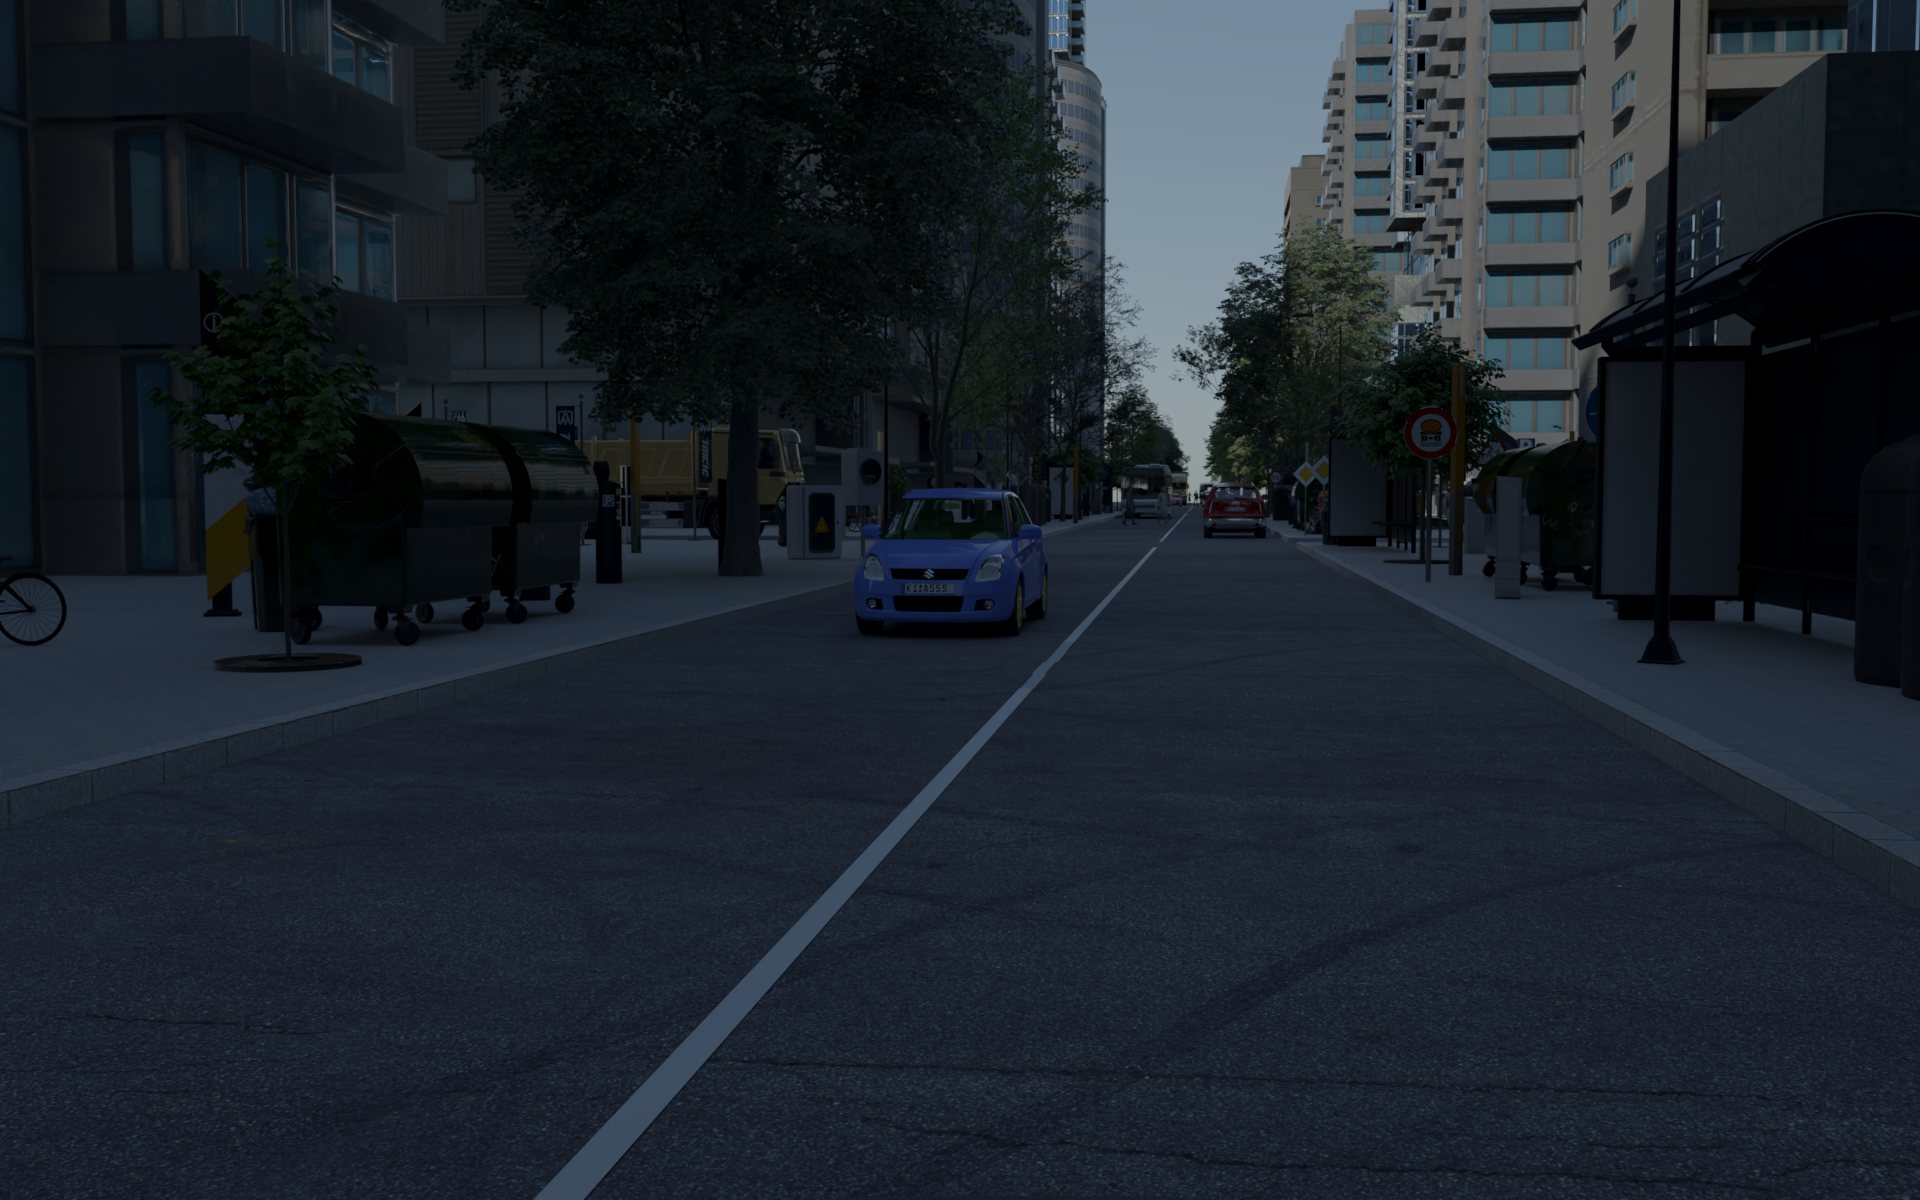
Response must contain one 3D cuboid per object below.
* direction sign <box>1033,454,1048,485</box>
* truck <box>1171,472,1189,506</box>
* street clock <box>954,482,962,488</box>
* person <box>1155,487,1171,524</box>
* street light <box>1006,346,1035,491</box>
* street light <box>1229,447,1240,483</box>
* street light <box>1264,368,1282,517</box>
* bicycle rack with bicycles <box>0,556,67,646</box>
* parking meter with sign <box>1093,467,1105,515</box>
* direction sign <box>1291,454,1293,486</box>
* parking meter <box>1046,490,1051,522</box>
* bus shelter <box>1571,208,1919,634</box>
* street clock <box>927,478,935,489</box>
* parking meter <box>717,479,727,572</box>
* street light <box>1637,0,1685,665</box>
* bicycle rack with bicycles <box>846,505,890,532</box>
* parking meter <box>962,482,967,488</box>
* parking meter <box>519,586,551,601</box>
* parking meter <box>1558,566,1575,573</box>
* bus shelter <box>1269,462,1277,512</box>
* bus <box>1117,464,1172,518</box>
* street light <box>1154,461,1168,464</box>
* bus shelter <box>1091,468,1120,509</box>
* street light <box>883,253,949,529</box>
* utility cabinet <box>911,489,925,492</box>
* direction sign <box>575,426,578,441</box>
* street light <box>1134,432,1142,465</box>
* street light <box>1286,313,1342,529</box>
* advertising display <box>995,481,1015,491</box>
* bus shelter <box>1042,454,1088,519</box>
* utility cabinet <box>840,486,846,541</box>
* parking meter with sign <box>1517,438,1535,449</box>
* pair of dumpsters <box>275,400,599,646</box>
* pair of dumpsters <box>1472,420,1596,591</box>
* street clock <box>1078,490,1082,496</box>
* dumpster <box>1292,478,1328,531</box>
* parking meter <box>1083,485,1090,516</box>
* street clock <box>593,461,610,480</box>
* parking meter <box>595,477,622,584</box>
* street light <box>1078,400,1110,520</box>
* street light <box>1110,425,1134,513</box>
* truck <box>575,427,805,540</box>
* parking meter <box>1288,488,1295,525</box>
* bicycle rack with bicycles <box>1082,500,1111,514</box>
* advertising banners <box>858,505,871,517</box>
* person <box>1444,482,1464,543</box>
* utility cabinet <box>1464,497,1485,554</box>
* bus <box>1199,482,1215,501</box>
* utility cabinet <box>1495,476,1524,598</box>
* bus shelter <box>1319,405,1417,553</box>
[{"bbox_3d":[4.559,-6.513,98.489,0.876,3.537,0.379,0,4,7],"label":"direction sign"},{"bbox_3d":[27.566,-14.082,219.151,2.839,4.237,11.283,0,4,8],"label":"truck"},{"bbox_3d":[-0.101,-5.988,102.480,0.471,2.002,0.358,-3,5,-40],"label":"street clock"},{"bbox_3d":[9.699,-4.520,82.750,0.694,1.780,0.624,-1,4,-20],"label":"person"},{"bbox_3d":[2.018,-4.979,53.944,1.470,5.913,1.316,0,4,8],"label":"street light"},{"bbox_3d":[22.679,-10.240,139.969,1.470,5.913,1.316,0,4,8],"label":"street light"},{"bbox_3d":[11.925,-5.596,64.037,1.470,5.913,1.316,0,4,8],"label":"street light"},{"bbox_3d":[-9.080,-0.016,13.638,2.925,0.926,2.852,0,4,4],"label":"bicycle rack with bicycles"},{"bbox_3d":[8.678,-6.899,109.058,0.543,3.016,1.738,1,4,15],"label":"parking meter with sign"},{"bbox_3d":[17.524,-6.084,91.464,0.379,3.537,0.876,1,4,13],"label":"direction sign"},{"bbox_3d":[3.930,-4.294,78.625,0.372,1.533,0.369,0,3,0],"label":"parking meter"},{"bbox_3d":[6.898,-1.292,15.042,2.014,3.302,5.546,1,4,8],"label":"bus shelter"},{"bbox_3d":[-1.250,-4.397,76.456,0.358,2.002,0.471,2,4,30],"label":"street clock"},{"bbox_3d":[-3.790,-1.225,28.441,0.372,1.533,0.369,0,3,0],"label":"parking meter"},{"bbox_3d":[4.799,-2.479,13.081,1.470,5.913,1.316,0,4,8],"label":"street light"},{"bbox_3d":[-3.539,-2.771,58.685,2.925,0.926,2.852,1,4,22],"label":"bicycle rack with bicycles"},{"bbox_3d":[0.218,-4.926,86.255,0.255,1.863,0.399,0,4,1],"label":"parking meter"},{"bbox_3d":[-5.145,-0.764,20.910,0.372,1.533,0.369,0,3,0],"label":"parking meter"},{"bbox_3d":[9.898,-1.212,28.220,0.372,1.533,0.369,0,3,0],"label":"parking meter"},{"bbox_3d":[19.029,-6.531,100.707,2.014,3.302,5.546,0,4,8],"label":"bus shelter"},{"bbox_3d":[11.346,-6.721,104.751,2.948,3.499,13.247,1,4,9],"label":"bus"},{"bbox_3d":[24.346,-14.651,212.090,1.470,5.913,1.316,0,4,8],"label":"street light"},{"bbox_3d":[10.256,-7.933,123.626,2.014,3.302,5.546,0,4,8],"label":"bus shelter"},{"bbox_3d":[-0.907,-3.734,33.587,1.470,5.913,1.316,0,4,8],"label":"street light"},{"bbox_3d":[-1.683,-4.380,80.296,1.173,1.500,0.318,0,4,7],"label":"utility cabinet"},{"bbox_3d":[-12.996,-4.010,57.557,0.379,3.537,0.876,2,4,31],"label":"direction sign"},{"bbox_3d":[12.613,-9.583,129.218,1.470,5.913,1.316,0,4,8],"label":"street light"},{"bbox_3d":[9.182,-4.397,44.438,1.470,5.913,1.316,0,4,8],"label":"street light"},{"bbox_3d":[2.236,-4.964,86.375,0.974,1.923,0.123,0,4,-7],"label":"advertising display"},{"bbox_3d":[5.478,-5.869,89.883,2.014,3.302,5.546,0,4,8],"label":"bus shelter"},{"bbox_3d":[-3.710,-2.349,47.085,1.173,1.500,0.318,-1,4,-9],"label":"utility cabinet"},{"bbox_3d":[18.198,-3.578,54.753,0.543,3.016,1.738,3,5,40],"label":"parking meter with sign"},{"bbox_3d":[-4.933,-0.865,16.633,1.574,2.255,4.437,0,4,8],"label":"pair of dumpsters"},{"bbox_3d":[8.443,-1.357,24.678,1.574,2.255,4.437,0,4,8],"label":"pair of dumpsters"},{"bbox_3d":[7.589,-6.473,110.407,0.358,2.002,0.471,1,4,9],"label":"street clock"},{"bbox_3d":[12.356,-3.535,60.295,1.502,2.255,1.985,1,4,8],"label":"dumpster"},{"bbox_3d":[7.332,-5.797,100.489,0.399,1.863,0.255,2,4,29],"label":"parking meter"},{"bbox_3d":[-7.786,-2.021,37.622,0.358,2.002,0.471,-2,4,-31],"label":"street clock"},{"bbox_3d":[-5.045,-1.006,24.862,0.372,1.533,0.369,0,3,0],"label":"parking meter"},{"bbox_3d":[6.457,-6.888,85.162,1.470,5.913,1.316,0,4,8],"label":"street light"},{"bbox_3d":[10.713,-8.779,116.075,1.470,5.913,1.316,0,4,8],"label":"street light"},{"bbox_3d":[-8.652,-3.372,51.056,9.791,3.379,3.469,0,4,7],"label":"truck"},{"bbox_3d":[13.925,-3.915,72.420,0.372,1.533,0.369,0,3,0],"label":"parking meter"},{"bbox_3d":[8.603,-6.188,114.549,2.925,0.926,2.852,-1,4,-19],"label":"bicycle rack with bicycles"},{"bbox_3d":[-5.819,-6.201,97.566,2.074,3.025,0.090,3,5,40],"label":"advertising banners"},{"bbox_3d":[13.290,-2.303,46.488,0.599,1.781,0.374,1,4,17],"label":"person"},{"bbox_3d":[11.349,-1.587,37.108,1.020,1.237,0.306,0,4,0],"label":"utility cabinet"},{"bbox_3d":[38.446,-16.709,268.058,2.948,3.499,13.247,1,4,9],"label":"bus"},{"bbox_3d":[6.869,-0.793,21.644,0.318,1.500,1.173,1,4,18],"label":"utility cabinet"},{"bbox_3d":[9.463,-2.814,39.939,2.014,3.302,5.546,1,4,8],"label":"bus shelter"}]
